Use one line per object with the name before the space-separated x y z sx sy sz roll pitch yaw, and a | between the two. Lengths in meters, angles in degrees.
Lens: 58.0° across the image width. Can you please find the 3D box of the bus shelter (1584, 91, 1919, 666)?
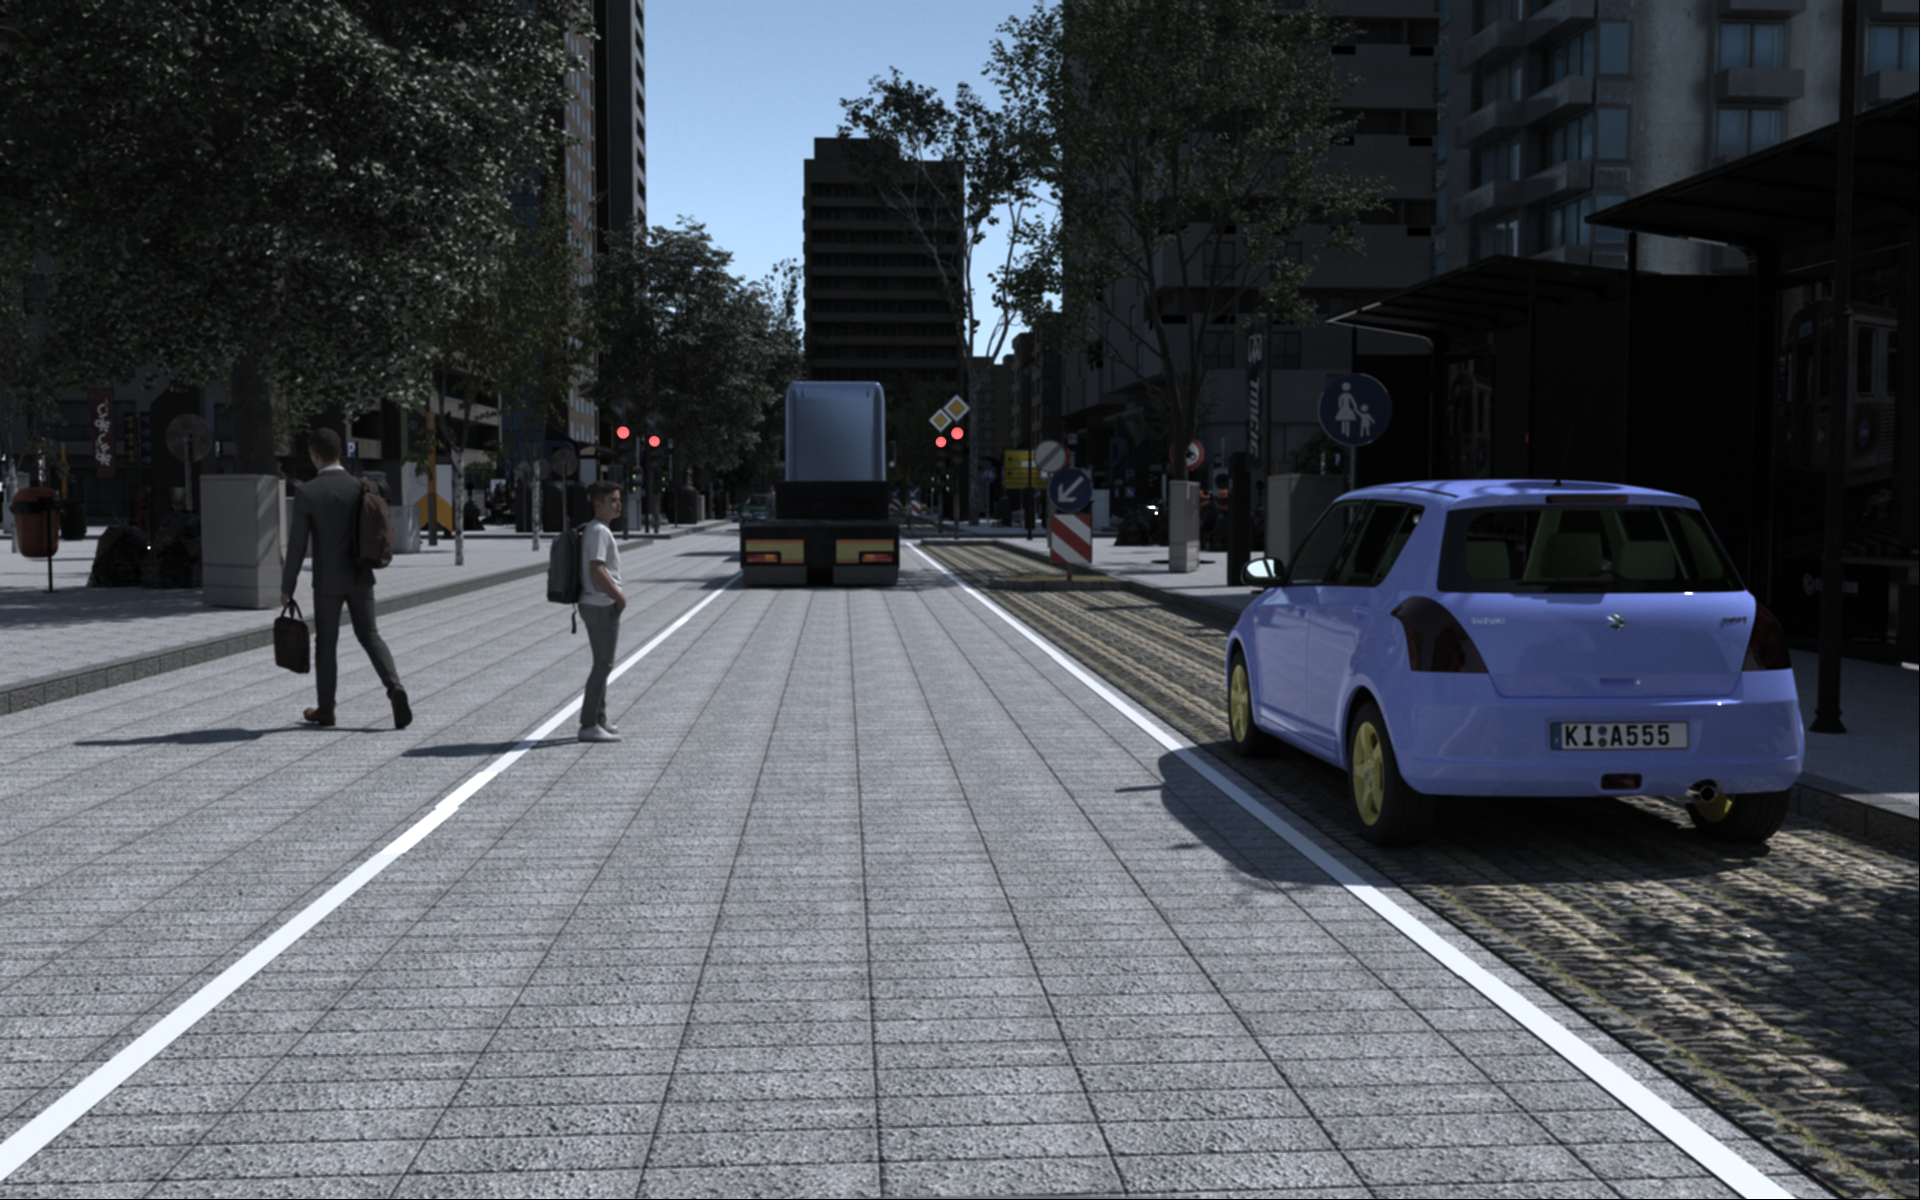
bus shelter | 6.346 -1.253 11.768 1.731 3.624 6.357 0 4 -4

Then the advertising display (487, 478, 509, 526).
advertising display | -18.634 -3.966 70.059 0.974 1.923 0.123 2 4 31

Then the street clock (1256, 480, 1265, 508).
street clock | 15.753 -5.275 90.813 0.471 2.002 0.358 3 5 45

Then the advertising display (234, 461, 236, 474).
advertising display | -13.538 -1.710 33.171 0.123 1.923 0.974 1 4 12

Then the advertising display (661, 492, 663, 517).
advertising display | -17.286 -5.688 98.209 0.974 1.923 0.123 -3 4 -37

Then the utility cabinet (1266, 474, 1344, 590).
utility cabinet | 3.841 -0.650 19.302 0.318 1.500 1.173 3 5 41

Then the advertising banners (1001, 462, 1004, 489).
advertising banners | 2.927 -6.057 95.213 2.074 3.025 0.090 -3 5 -44

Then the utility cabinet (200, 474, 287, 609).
utility cabinet | -8.099 -0.663 19.522 1.173 1.500 0.318 3 4 38

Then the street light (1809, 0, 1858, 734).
street light | 4.689 -2.226 9.179 0.468 5.910 1.993 0 4 -4

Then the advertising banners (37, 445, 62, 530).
advertising banners | -32.319 -3.992 61.462 0.090 3.025 2.074 0 4 -8

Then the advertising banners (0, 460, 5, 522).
advertising banners | -49.079 -5.726 89.808 0.090 3.025 2.074 0 4 5

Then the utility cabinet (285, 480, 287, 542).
utility cabinet | -10.981 -1.097 26.615 1.173 1.500 0.318 0 4 6

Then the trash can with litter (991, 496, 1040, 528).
trash can with litter | 2.095 -3.436 67.228 2.233 1.210 1.678 -1 4 -13

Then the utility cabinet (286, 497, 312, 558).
utility cabinet | -13.493 -1.437 34.658 1.020 1.237 0.306 -2 4 -24

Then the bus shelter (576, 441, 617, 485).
bus shelter | -14.709 -4.550 68.319 2.014 3.302 5.546 0 4 -4

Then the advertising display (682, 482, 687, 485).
advertising display | -15.071 -5.458 94.459 0.974 1.923 0.123 0 4 -6

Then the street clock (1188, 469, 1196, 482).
street clock | 5.140 -2.089 38.732 0.358 2.002 0.471 0 4 1

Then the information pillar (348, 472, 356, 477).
information pillar | -20.675 -3.318 58.749 0.304 2.012 0.304 -3 4 -38

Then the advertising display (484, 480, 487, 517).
advertising display | -21.549 -4.586 80.190 0.974 1.923 0.123 -3 5 -45

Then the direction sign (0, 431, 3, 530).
direction sign | -34.728 -4.309 62.441 0.876 3.537 0.379 3 4 38

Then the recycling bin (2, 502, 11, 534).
recycling bin | -30.364 -2.653 55.930 0.722 1.027 0.722 0 4 7

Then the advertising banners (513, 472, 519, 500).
advertising banners | -32.398 -7.793 123.605 2.074 3.025 0.090 0 4 3

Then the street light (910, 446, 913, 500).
street light | -3.712 -9.710 131.545 0.468 5.910 1.993 0 4 -4

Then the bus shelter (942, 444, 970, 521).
bus shelter | -0.200 -5.681 84.162 1.731 3.624 6.357 0 4 -4

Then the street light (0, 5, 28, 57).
street light | -7.395 -2.444 12.741 0.468 5.910 1.993 0 4 -4

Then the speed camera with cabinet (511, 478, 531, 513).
speed camera with cabinet | -30.448 -7.753 121.090 0.660 3.252 2.038 2 4 31

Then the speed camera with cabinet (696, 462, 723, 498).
speed camera with cabinet | -15.150 -6.650 103.070 2.038 3.252 0.660 0 3 0

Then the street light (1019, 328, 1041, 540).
street light | 1.953 -4.618 48.295 0.468 5.910 1.993 0 4 -4

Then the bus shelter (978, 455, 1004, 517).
bus shelter | 1.197 -6.084 93.405 2.014 3.302 5.546 0 4 -4

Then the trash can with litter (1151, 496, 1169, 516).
trash can with litter | 5.238 -2.241 48.022 0.624 1.170 1.055 -3 4 -38

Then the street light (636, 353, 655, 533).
street light | -10.315 -5.146 56.924 0.468 5.910 1.993 0 4 -4

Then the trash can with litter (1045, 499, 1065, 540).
trash can with litter | 2.742 -2.198 47.317 0.624 1.170 1.055 -2 4 -23

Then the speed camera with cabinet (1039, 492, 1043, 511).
speed camera with cabinet | 5.139 -8.249 129.201 2.038 3.252 0.660 0 4 1

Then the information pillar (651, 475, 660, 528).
information pillar | -11.656 -3.784 66.354 0.304 2.012 0.304 0 4 -5

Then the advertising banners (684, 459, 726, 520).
advertising banners | -12.840 -5.562 87.122 2.074 3.025 0.090 0 4 1

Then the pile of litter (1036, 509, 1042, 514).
pile of litter | 5.745 -6.077 113.321 1.719 0.858 1.176 0 4 2

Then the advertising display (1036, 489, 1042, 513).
advertising display | 5.255 -6.931 118.534 0.123 1.923 0.974 -3 4 -39

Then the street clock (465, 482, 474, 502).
street clock | -29.485 -6.095 104.219 0.471 2.002 0.358 -3 4 -37

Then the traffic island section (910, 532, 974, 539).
traffic island section | -0.618 -2.117 56.901 2.009 0.180 2.903 0 4 -4

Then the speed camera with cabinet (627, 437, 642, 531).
speed camera with cabinet | -11.524 -4.072 60.914 0.660 3.252 2.038 -1 4 -12

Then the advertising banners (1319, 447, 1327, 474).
advertising banners | 13.966 -4.198 64.817 0.090 3.025 2.074 3 5 44

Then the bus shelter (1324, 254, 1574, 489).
bus shelter | 5.907 -1.765 20.144 1.731 3.624 6.357 0 4 -4

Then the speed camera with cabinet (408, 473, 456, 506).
speed camera with cabinet | -23.337 -5.029 76.559 2.038 3.252 0.660 -1 4 -13

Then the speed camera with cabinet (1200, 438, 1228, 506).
speed camera with cabinet | 8.555 -4.078 61.014 2.038 3.252 0.660 1 4 8

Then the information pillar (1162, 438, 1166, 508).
information pillar | 8.611 -5.001 73.123 0.183 3.616 0.504 0 4 -5

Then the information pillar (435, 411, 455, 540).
information pillar | -14.513 -3.506 48.680 0.504 3.616 0.183 -3 5 -40

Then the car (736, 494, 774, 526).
car | -7.785 -3.476 68.631 2.131 1.459 4.920 0 4 -5

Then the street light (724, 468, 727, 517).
street light | -13.048 -7.541 96.076 0.468 5.910 1.993 0 4 -4

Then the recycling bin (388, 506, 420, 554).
recycling bin | -12.130 -1.517 37.359 0.722 1.027 0.722 0 4 8

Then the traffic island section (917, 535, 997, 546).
traffic island section | -0.075 -1.630 48.934 2.009 0.180 2.903 0 4 -4

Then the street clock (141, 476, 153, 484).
street clock | -31.981 -3.894 68.239 0.471 2.002 0.358 1 4 9

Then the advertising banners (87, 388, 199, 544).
advertising banners | -13.396 -1.969 28.388 2.074 3.025 0.090 1 4 15

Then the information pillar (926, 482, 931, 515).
information pillar | -1.941 -6.301 107.517 0.304 2.012 0.304 -1 4 -11

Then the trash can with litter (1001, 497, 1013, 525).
trash can with litter | 1.814 -3.556 69.522 0.624 1.170 1.055 0 4 1

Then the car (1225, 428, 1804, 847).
car | 2.402 0.075 8.357 1.945 1.707 3.694 0 4 -4

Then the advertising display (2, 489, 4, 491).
advertising display | -70.291 -7.464 127.246 0.123 1.923 0.974 -2 4 -32

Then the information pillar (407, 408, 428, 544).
information pillar | -14.030 -3.269 44.797 0.504 3.616 0.183 -1 4 -11

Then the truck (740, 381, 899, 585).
truck | -2.658 -2.806 35.632 2.967 4.110 18.799 0 4 -3

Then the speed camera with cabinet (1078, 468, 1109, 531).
speed camera with cabinet | 4.742 -4.088 61.179 2.038 3.252 0.660 3 5 44

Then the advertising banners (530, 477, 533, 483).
advertising banners | -30.018 -7.850 124.531 0.090 3.025 2.074 3 4 36
